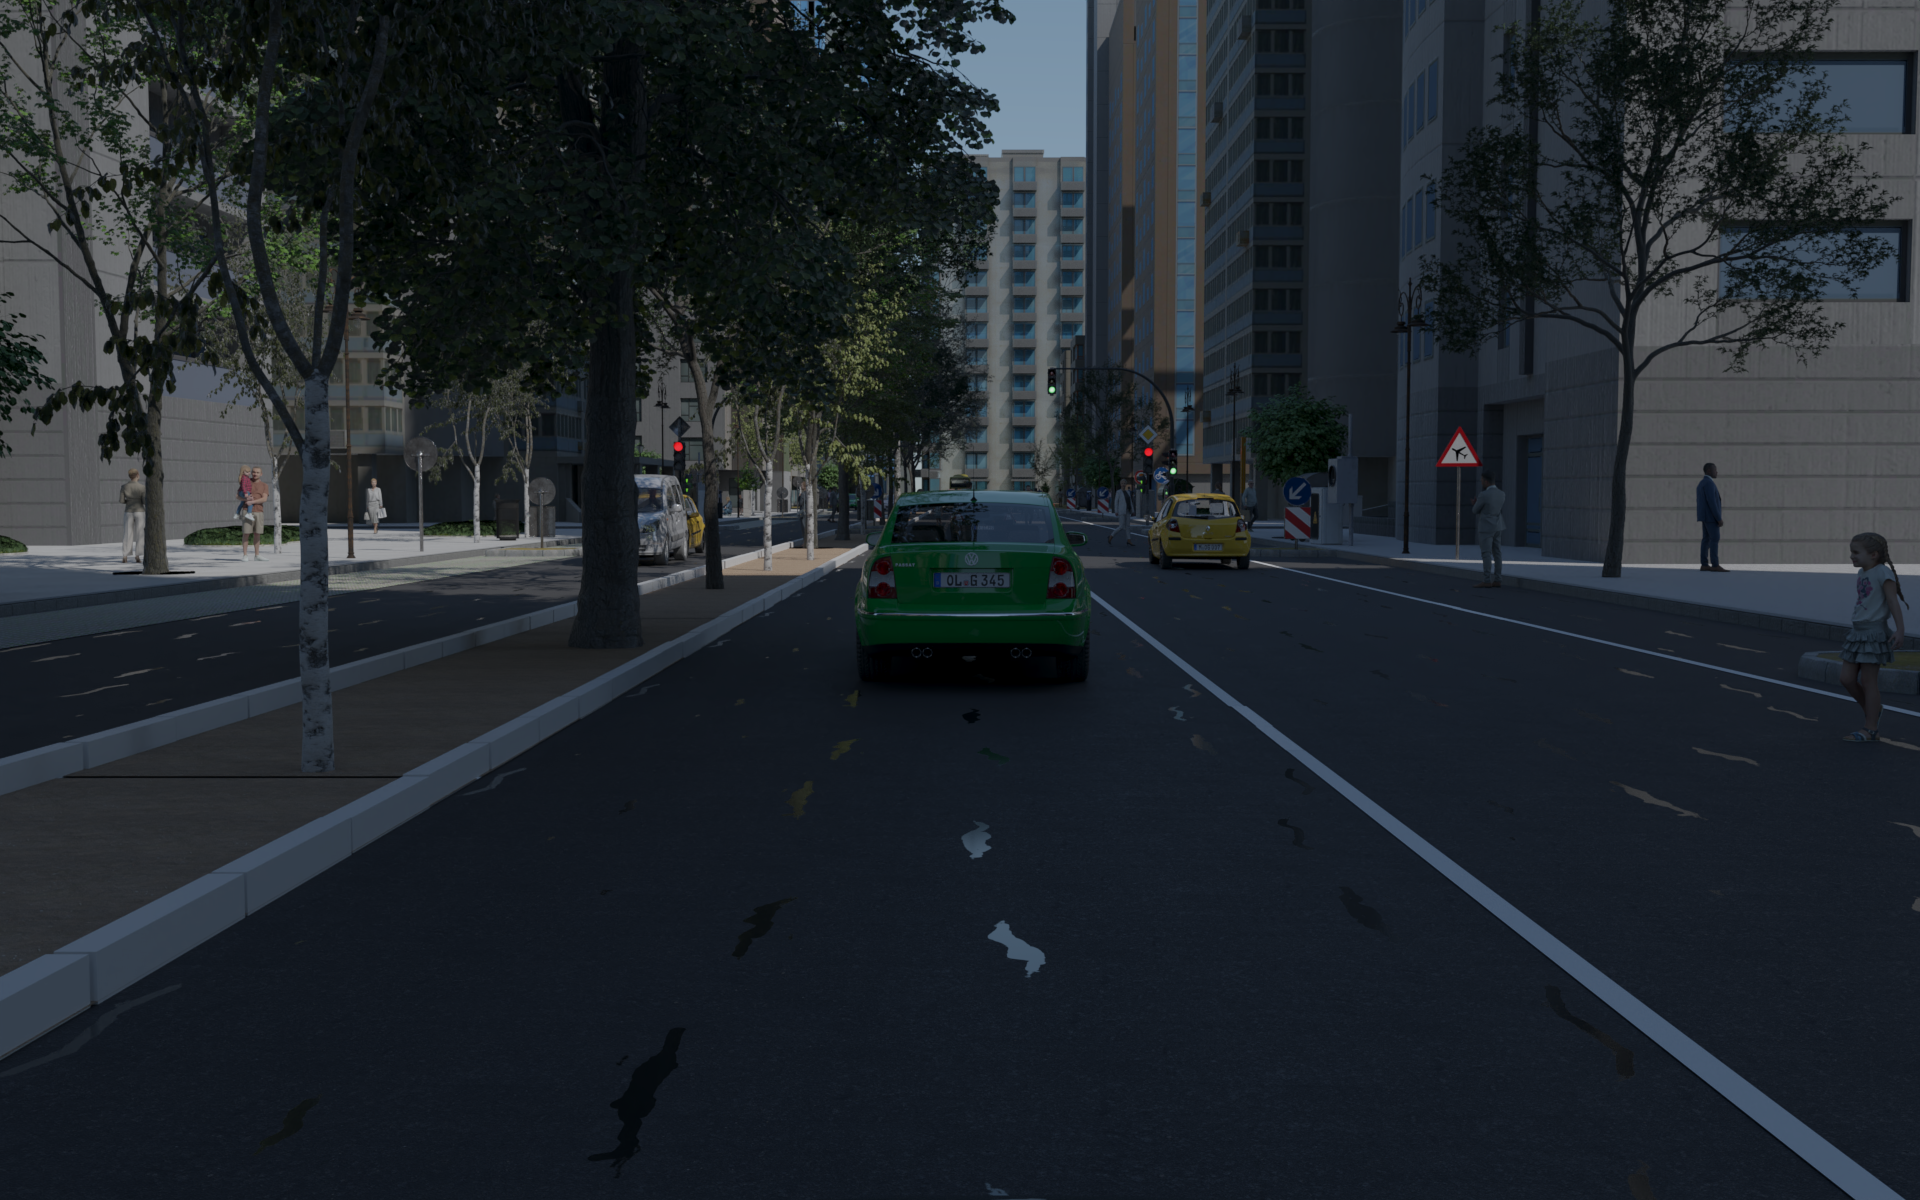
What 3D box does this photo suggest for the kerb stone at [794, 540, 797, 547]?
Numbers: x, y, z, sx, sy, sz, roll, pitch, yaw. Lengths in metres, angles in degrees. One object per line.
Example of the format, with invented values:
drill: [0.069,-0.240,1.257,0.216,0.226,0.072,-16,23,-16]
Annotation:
kerb stone: [-4.530,-1.479,46.380,0.120,0.150,1.000,0,3,0]

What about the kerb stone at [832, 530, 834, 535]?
kerb stone: [-4.516,-2.293,59.709,0.120,0.150,1.000,0,3,0]

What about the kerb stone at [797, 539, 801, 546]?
kerb stone: [-4.534,-1.539,47.413,0.120,0.150,1.000,0,3,0]

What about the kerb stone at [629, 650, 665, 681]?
kerb stone: [-2.475,0.528,13.559,0.120,0.150,1.000,0,3,0]

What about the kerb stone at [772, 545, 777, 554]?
kerb stone: [-4.537,-1.165,41.250,0.120,0.150,1.000,0,3,0]

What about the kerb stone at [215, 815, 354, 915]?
kerb stone: [-2.478,0.967,6.378,0.120,0.150,1.000,0,3,0]

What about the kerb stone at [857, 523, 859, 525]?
kerb stone: [-4.492,-3.133,73.545,0.120,0.150,1.000,0,3,0]

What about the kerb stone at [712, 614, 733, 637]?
kerb stone: [-2.468,0.282,17.656,0.120,0.150,1.000,0,3,0]

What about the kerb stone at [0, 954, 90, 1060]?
kerb stone: [-2.488,1.093,4.332,0.120,0.150,1.000,0,3,0]

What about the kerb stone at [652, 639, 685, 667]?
kerb stone: [-2.481,0.466,14.581,0.120,0.150,1.000,0,3,0]

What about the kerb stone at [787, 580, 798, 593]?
kerb stone: [-2.463,-0.152,24.828,0.120,0.150,1.000,0,3,0]

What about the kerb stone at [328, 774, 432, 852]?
kerb stone: [-2.481,0.910,7.400,0.120,0.150,1.000,0,3,0]

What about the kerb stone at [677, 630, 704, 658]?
kerb stone: [-2.464,0.408,15.603,0.120,0.150,1.000,0,3,0]

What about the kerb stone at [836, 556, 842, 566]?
kerb stone: [-2.458,-0.725,34.055,0.120,0.150,1.000,0,3,0]

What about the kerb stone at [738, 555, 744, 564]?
kerb stone: [-4.545,-0.788,35.084,0.120,0.150,1.000,0,3,0]

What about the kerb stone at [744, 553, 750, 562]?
kerb stone: [-4.548,-0.851,36.106,0.120,0.150,1.000,0,3,0]

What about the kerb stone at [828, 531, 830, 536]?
kerb stone: [-4.518,-2.169,57.660,0.120,0.150,1.000,0,3,0]

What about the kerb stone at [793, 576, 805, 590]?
kerb stone: [-2.463,-0.219,25.858,0.120,0.150,1.000,0,3,0]

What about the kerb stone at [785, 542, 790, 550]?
kerb stone: [-4.538,-1.354,44.326,0.120,0.150,1.000,0,3,0]

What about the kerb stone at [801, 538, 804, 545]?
kerb stone: [-4.529,-1.605,48.435,0.120,0.150,1.000,0,3,0]

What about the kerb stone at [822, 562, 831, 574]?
kerb stone: [-2.449,-0.534,30.983,0.120,0.150,1.000,0,3,0]

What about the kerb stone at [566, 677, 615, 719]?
kerb stone: [-2.472,0.654,11.505,0.120,0.150,1.000,0,3,0]

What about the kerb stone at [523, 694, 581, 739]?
kerb stone: [-2.481,0.717,10.476,0.120,0.150,1.000,0,3,0]

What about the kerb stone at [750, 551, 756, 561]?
kerb stone: [-4.542,-0.910,37.131,0.120,0.150,1.000,0,3,0]

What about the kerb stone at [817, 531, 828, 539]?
kerb stone: [-4.512,-2.103,56.634,0.120,0.150,1.000,0,3,0]

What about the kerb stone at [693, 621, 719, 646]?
kerb stone: [-2.466,0.341,16.625,0.120,0.150,1.000,0,3,0]

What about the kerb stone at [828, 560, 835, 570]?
kerb stone: [-2.454,-0.600,32.005,0.120,0.150,1.000,0,3,0]

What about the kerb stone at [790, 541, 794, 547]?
kerb stone: [-4.535,-1.416,45.352,0.120,0.150,1.000,0,3,0]

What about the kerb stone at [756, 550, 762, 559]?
kerb stone: [-4.539,-0.973,38.164,0.120,0.150,1.000,0,3,0]

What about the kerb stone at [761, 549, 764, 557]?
kerb stone: [-4.544,-1.040,39.192,0.120,0.150,1.000,0,3,0]

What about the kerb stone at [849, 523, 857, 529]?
kerb stone: [-4.500,-3.078,72.522,0.120,0.150,1.000,0,3,0]

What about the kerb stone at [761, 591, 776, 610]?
kerb stone: [-2.457,0.027,21.761,0.120,0.150,1.000,0,3,0]

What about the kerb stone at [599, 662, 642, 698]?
kerb stone: [-2.474,0.591,12.537,0.120,0.150,1.000,0,3,0]

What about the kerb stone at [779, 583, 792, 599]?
kerb stone: [-2.453,-0.098,23.805,0.120,0.150,1.000,0,3,0]

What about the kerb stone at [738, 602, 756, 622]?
kerb stone: [-2.471,0.153,19.709,0.120,0.150,1.000,0,3,0]

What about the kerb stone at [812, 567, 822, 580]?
kerb stone: [-2.446,-0.412,28.929,0.120,0.150,1.000,0,3,0]

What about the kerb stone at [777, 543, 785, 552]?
kerb stone: [-4.538,-1.290,43.294,0.120,0.150,1.000,0,3,0]

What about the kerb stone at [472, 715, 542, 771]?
kerb stone: [-2.481,0.779,9.454,0.120,0.150,1.000,0,3,0]

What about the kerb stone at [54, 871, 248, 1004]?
kerb stone: [-2.479,1.030,5.356,0.120,0.150,1.000,0,3,0]

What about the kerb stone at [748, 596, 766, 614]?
kerb stone: [-2.470,0.089,20.740,0.120,0.150,1.000,0,3,0]

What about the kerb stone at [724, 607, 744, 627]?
kerb stone: [-2.475,0.215,18.677,0.120,0.150,1.000,0,3,0]

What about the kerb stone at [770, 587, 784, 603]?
kerb stone: [-2.466,-0.036,22.783,0.120,0.150,1.000,0,3,0]

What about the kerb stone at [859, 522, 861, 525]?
kerb stone: [-4.497,-3.267,75.606,0.120,0.150,1.000,0,3,0]

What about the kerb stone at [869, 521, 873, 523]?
kerb stone: [-4.481,-3.953,86.879,0.120,0.150,1.000,0,3,0]

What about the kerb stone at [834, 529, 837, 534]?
kerb stone: [-4.506,-2.356,60.743,0.120,0.150,1.000,0,3,0]

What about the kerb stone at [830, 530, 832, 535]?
kerb stone: [-4.519,-2.228,58.687,0.120,0.150,1.000,0,3,0]

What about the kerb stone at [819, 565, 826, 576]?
kerb stone: [-2.453,-0.472,29.961,0.120,0.150,1.000,0,3,0]

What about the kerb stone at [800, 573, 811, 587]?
kerb stone: [-2.453,-0.287,26.881,0.120,0.150,1.000,0,3,0]

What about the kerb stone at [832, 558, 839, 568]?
kerb stone: [-2.459,-0.663,33.029,0.120,0.150,1.000,0,3,0]

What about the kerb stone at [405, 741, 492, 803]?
kerb stone: [-2.487,0.843,8.422,0.120,0.150,1.000,0,3,0]

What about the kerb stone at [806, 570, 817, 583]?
kerb stone: [-2.453,-0.349,27.903,0.120,0.150,1.000,0,3,0]
